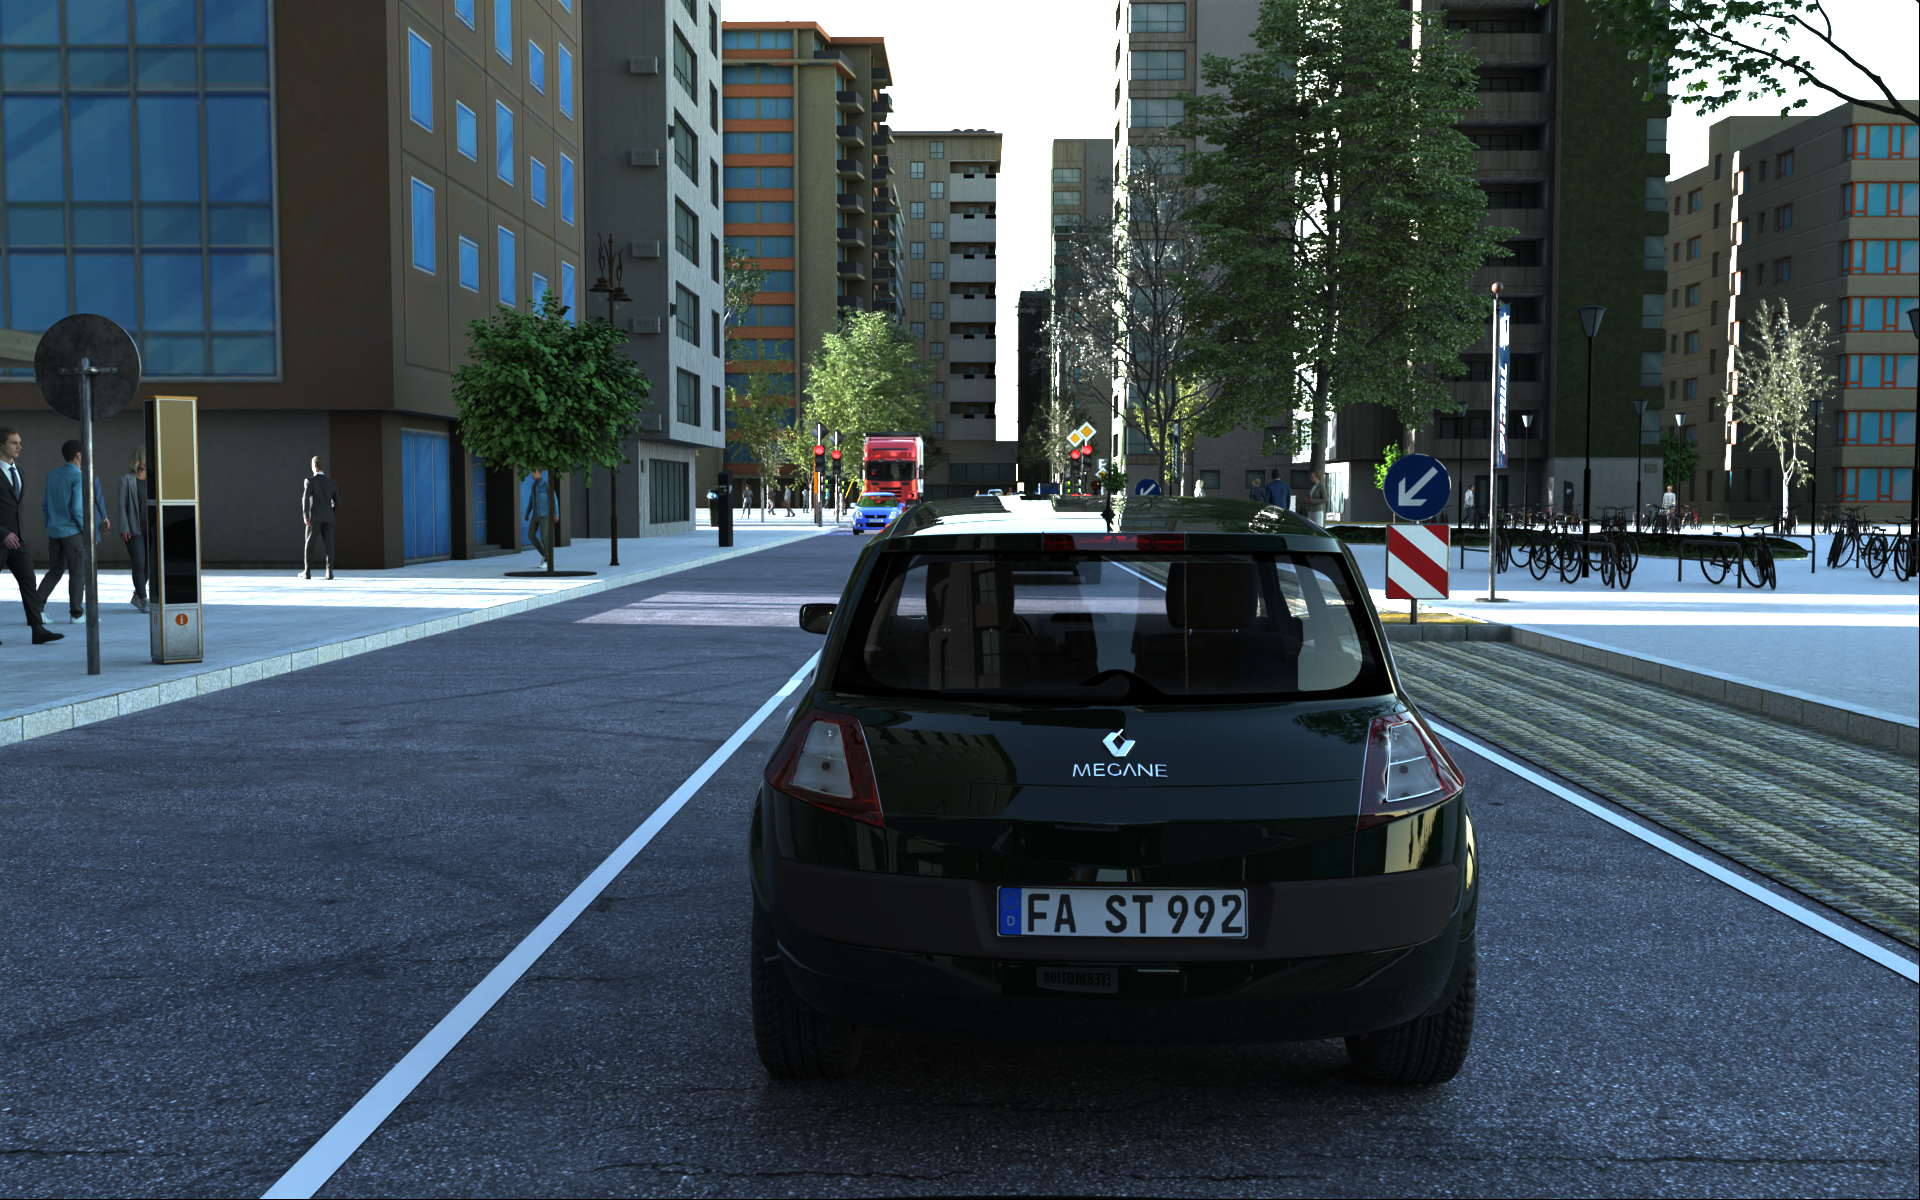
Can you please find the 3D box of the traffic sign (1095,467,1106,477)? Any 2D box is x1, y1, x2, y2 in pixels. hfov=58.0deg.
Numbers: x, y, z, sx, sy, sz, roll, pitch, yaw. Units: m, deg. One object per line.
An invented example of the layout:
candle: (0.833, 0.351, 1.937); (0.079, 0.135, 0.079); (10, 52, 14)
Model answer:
traffic sign: (6.867, -5.094, 83.022); (0.795, 2.593, 0.064); (0, 4, 2)

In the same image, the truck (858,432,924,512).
truck: (-3.048, -5.605, 80.562); (2.839, 4.237, 11.283); (0, 3, 0)

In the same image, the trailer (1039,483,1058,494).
trailer: (4.661, -5.184, 91.812); (1.471, 1.999, 3.904); (0, 4, 1)

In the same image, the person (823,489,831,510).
person: (-11.022, -8.408, 143.537); (0.620, 1.820, 0.660); (-1, 4, -12)

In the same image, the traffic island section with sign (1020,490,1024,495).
traffic island section with sign: (5.568, -7.234, 126.897); (1.989, 1.847, 2.006); (0, 4, 1)

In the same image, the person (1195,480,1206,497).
person: (8.805, -3.491, 63.307); (0.526, 1.800, 0.537); (-1, 4, -14)

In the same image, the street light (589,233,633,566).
street light: (-6.204, -3.556, 30.925); (0.468, 5.910, 1.993); (0, 4, 1)

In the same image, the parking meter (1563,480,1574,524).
parking meter: (26.074, -4.189, 74.207); (0.399, 1.863, 0.255); (1, 4, 12)

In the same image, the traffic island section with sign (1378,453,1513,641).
traffic island section with sign: (4.369, -0.555, 17.708); (1.989, 1.847, 2.006); (0, 4, 1)

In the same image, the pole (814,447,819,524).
pole: (-6.189, -4.939, 74.591); (0.158, 3.312, 0.155); (0, 3, 0)

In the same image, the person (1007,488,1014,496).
person: (2.959, -5.789, 103.241); (0.616, 1.811, 0.778); (-3, 5, -41)

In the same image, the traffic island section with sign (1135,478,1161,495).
traffic island section with sign: (4.659, -2.204, 44.661); (1.989, 1.847, 2.006); (0, 4, 1)

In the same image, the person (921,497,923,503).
person: (-4.426, -11.789, 199.731); (0.436, 1.711, 0.756); (0, 4, 1)

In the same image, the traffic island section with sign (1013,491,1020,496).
traffic island section with sign: (6.413, -11.932, 203.722); (1.989, 1.847, 2.006); (0, 4, 1)

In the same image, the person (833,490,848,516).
person: (-7.128, -5.953, 103.343); (0.822, 1.834, 0.622); (0, 4, 2)

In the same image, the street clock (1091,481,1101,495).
street clock: (7.260, -5.401, 92.871); (0.471, 2.002, 0.358); (1, 4, 17)

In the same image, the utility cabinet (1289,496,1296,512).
utility cabinet: (12.611, -3.446, 67.510); (1.020, 1.237, 0.306); (-2, 4, -33)

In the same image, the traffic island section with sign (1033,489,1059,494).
traffic island section with sign: (5.270, -5.582, 99.901); (1.989, 1.847, 2.006); (0, 4, 1)

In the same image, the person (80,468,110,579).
person: (-12.389, -1.127, 24.498); (0.581, 1.822, 0.654); (0, 4, 0)

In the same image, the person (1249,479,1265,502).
person: (9.555, -3.000, 55.511); (0.576, 1.772, 0.534); (-2, 4, -31)

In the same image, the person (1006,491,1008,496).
person: (4.479, -9.530, 165.039); (0.721, 1.735, 1.217); (-1, 4, -9)

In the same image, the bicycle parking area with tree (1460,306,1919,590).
bicycle parking area with tree: (12.246, -2.435, 26.820); (8.231, 4.147, 9.016); (1, 4, 11)

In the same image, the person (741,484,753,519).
person: (-11.146, -5.146, 90.450); (0.520, 1.790, 0.573); (-3, 4, -38)

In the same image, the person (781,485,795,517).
person: (-9.714, -5.592, 97.599); (0.853, 1.813, 0.709); (-1, 4, -22)

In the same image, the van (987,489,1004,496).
van: (3.223, -9.167, 156.885); (2.013, 2.044, 4.112); (0, 4, 2)

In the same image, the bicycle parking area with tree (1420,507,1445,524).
bicycle parking area with tree: (18.147, -4.053, 53.273); (8.231, 4.147, 9.016); (2, 4, 31)

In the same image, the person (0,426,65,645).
person: (-8.034, -0.543, 14.695); (0.755, 1.850, 0.659); (1, 4, 12)

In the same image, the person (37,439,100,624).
person: (-8.873, -0.675, 17.097); (0.660, 1.820, 0.620); (2, 4, 24)

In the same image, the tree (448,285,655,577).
tree: (-6.477, -2.664, 27.276); (4.285, 4.588, 4.351); (0, 3, 0)

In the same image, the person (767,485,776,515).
person: (-11.351, -6.002, 104.133); (0.622, 1.834, 0.822); (3, 5, 42)

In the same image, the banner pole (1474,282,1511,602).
banner pole: (6.339, -1.856, 20.361); (0.401, 3.779, 0.863); (0, 4, 4)

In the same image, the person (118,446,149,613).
person: (-8.857, -0.776, 18.915); (0.728, 1.800, 0.709); (3, 5, 41)

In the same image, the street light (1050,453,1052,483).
street light: (7.915, -10.806, 149.466); (0.468, 5.910, 1.993); (0, 4, 1)

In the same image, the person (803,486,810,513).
person: (-10.523, -6.879, 118.689); (0.511, 1.800, 0.466); (1, 4, 11)

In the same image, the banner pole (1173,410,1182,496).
banner pole: (6.450, -3.754, 51.393); (0.401, 3.779, 0.863); (1, 4, 23)

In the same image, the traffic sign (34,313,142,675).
traffic sign: (-6.163, -0.742, 12.244); (0.768, 2.556, 0.104); (0, 4, 2)

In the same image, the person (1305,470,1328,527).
person: (7.064, -1.708, 34.517); (0.362, 1.759, 0.519); (-1, 4, -22)

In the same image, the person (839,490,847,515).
person: (-7.268, -6.140, 106.214); (0.755, 1.850, 0.659); (2, 4, 26)

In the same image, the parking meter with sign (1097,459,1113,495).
parking meter with sign: (7.134, -5.378, 84.196); (0.543, 3.016, 1.738); (-1, 4, -10)

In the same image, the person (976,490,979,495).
person: (1.320, -8.191, 143.096); (0.598, 1.740, 0.731); (1, 4, 22)

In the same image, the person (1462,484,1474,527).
person: (20.860, -3.847, 71.246); (0.795, 1.843, 0.661); (2, 4, 27)

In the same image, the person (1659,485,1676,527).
person: (28.582, -3.734, 69.909); (0.624, 1.780, 0.694); (-3, 4, -38)

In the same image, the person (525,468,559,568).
person: (-7.245, -1.447, 30.052); (0.601, 1.785, 0.444); (3, 4, 39)

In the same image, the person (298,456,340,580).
person: (-9.644, -1.232, 25.960); (0.755, 1.850, 0.659); (3, 5, 44)

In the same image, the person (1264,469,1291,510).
person: (6.621, -1.824, 36.048); (0.721, 1.800, 0.419); (-1, 4, -22)

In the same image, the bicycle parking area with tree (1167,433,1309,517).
bicycle parking area with tree: (12.512, -5.819, 82.145); (8.231, 4.147, 9.016); (0, 4, 4)

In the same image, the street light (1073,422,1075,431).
street light: (7.348, -8.473, 111.328); (0.468, 5.910, 1.993); (0, 4, 1)

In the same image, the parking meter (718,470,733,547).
parking meter: (-5.704, -2.228, 42.138); (0.255, 1.863, 0.399); (1, 4, 13)
